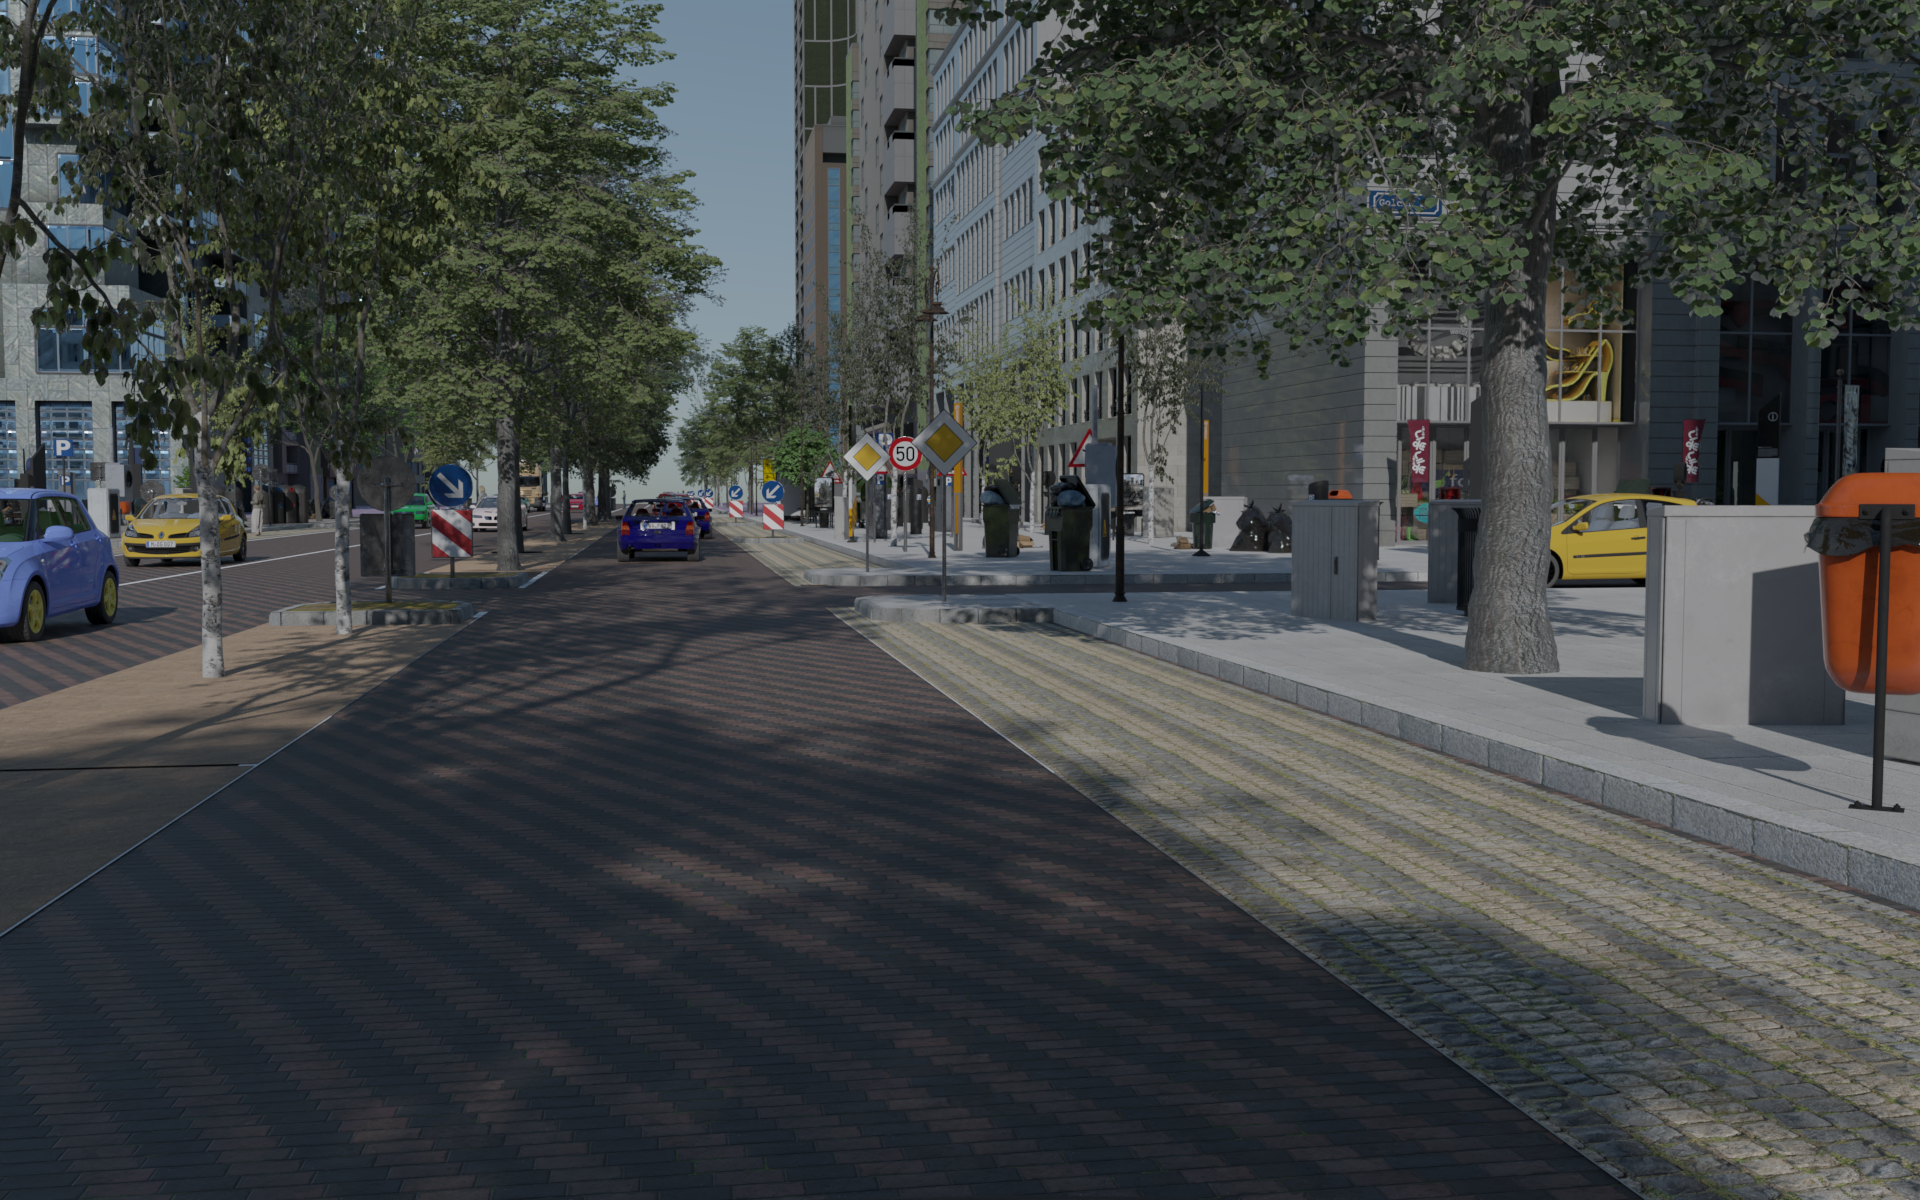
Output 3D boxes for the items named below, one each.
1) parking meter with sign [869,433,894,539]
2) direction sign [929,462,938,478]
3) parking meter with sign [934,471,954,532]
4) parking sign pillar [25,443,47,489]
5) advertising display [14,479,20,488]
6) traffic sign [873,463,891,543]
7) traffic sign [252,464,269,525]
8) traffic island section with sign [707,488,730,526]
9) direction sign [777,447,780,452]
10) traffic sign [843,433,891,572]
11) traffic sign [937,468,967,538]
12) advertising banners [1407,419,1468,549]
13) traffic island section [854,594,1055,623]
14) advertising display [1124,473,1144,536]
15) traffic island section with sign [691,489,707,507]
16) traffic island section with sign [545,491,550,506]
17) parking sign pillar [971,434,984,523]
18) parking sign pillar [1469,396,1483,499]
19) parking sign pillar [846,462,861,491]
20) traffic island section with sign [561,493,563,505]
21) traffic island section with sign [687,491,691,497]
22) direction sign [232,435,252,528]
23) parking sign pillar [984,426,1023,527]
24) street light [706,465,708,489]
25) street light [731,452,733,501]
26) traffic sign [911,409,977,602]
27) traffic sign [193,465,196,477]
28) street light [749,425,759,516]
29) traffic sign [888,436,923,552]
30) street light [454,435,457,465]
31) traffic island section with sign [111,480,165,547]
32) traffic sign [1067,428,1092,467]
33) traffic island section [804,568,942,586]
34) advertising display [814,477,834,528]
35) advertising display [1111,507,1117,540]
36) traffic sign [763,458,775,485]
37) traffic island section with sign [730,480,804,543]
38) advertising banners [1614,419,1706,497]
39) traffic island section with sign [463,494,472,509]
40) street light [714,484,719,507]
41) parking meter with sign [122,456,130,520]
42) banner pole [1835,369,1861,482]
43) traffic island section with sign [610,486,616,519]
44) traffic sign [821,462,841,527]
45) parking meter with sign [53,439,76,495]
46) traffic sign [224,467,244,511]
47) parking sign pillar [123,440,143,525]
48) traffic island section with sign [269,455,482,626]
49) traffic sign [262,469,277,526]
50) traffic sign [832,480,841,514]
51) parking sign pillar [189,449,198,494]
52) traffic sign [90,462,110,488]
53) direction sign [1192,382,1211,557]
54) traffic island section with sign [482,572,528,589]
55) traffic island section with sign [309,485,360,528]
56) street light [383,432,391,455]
[{"bbox_3d":[-2.343,-3.298,50.189,0.543,3.016,1.738,-1,4,-14],"label":"parking meter with sign"},{"bbox_3d":[-1.129,-5.783,86.543,0.876,3.537,0.379,-2,4,-27],"label":"direction sign"},{"bbox_3d":[-0.486,-3.818,58.686,0.543,3.016,1.738,-1,4,-20],"label":"parking meter with sign"},{"bbox_3d":[-48.515,-6.267,90.937,1.447,3.967,1.447,0,4,0],"label":"parking sign pillar"},{"bbox_3d":[-40.257,-4.219,74.196,0.123,1.923,0.974,-1,4,-10],"label":"advertising display"},{"bbox_3d":[-2.256,-2.790,45.626,0.884,2.594,0.081,-1,4,-9],"label":"traffic sign"},{"bbox_3d":[-29.201,-4.421,72.395,0.768,2.556,0.104,0,4,-2],"label":"traffic sign"},{"bbox_3d":[-10.175,-4.218,77.587,1.989,1.847,2.006,-1,4,-10],"label":"traffic island section with sign"},{"bbox_3d":[-8.535,-5.610,83.723,0.876,3.537,0.379,3,5,40],"label":"direction sign"},{"bbox_3d":[-1.525,-1.515,28.406,0.795,2.450,0.064,-1,4,-10],"label":"traffic sign"},{"bbox_3d":[-0.227,-3.107,50.808,0.884,2.594,0.081,0,4,-8],"label":"traffic sign"},{"bbox_3d":[11.394,-2.688,40.143,2.074,3.025,0.090,2,4,25],"label":"advertising banners"},{"bbox_3d":[-0.168,0.102,20.614,2.009,0.180,2.903,-1,4,-10],"label":"traffic island section"},{"bbox_3d":[5.155,-2.925,53.043,0.974,1.923,0.123,0,4,4],"label":"advertising display"},{"bbox_3d":[-18.460,-7.207,126.462,1.989,1.847,2.006,-1,4,-10],"label":"traffic island section with sign"},{"bbox_3d":[-48.932,-11.998,204.795,1.989,1.847,2.006,-1,4,-10],"label":"traffic island section with sign"},{"bbox_3d":[1.205,-5.374,76.335,1.447,3.967,1.447,1,4,17],"label":"parking sign pillar"},{"bbox_3d":[13.170,-3.239,41.424,1.447,3.967,1.447,-1,4,-16],"label":"parking sign pillar"},{"bbox_3d":[-5.762,-6.699,97.993,1.447,3.967,1.447,1,4,16],"label":"parking sign pillar"},{"bbox_3d":[-53.511,-13.645,231.723,1.989,1.847,2.006,-1,4,-10],"label":"traffic island section with sign"},{"bbox_3d":[-23.045,-8.859,153.476,1.989,1.847,2.006,-1,4,-10],"label":"traffic island section with sign"},{"bbox_3d":[-27.500,-4.549,66.377,0.876,3.537,0.379,1,4,16],"label":"direction sign"},{"bbox_3d":[1.794,-4.909,68.729,1.447,3.967,1.447,0,4,2],"label":"parking sign pillar"},{"bbox_3d":[-32.940,-15.483,225.941,0.468,5.910,1.993,-1,4,-10],"label":"street light"},{"bbox_3d":[-18.870,-10.408,142.960,0.468,5.910,1.993,-1,4,-10],"label":"street light"},{"bbox_3d":[-0.190,-1.033,20.533,0.795,2.450,0.064,-1,4,-10],"label":"traffic sign"},{"bbox_3d":[-28.404,-3.974,65.073,0.768,2.556,0.104,-1,4,-9],"label":"traffic sign"},{"bbox_3d":[-13.163,-8.344,109.217,0.468,5.910,1.993,-1,4,-10],"label":"street light"},{"bbox_3d":[-1.209,-2.339,38.353,0.768,2.556,0.104,0,4,-3],"label":"traffic sign"},{"bbox_3d":[-39.179,-9.899,134.637,0.468,5.910,1.993,-1,4,-10],"label":"street light"},{"bbox_3d":[-22.287,-2.384,47.604,1.989,1.847,2.006,-1,4,-10],"label":"traffic island section with sign"},{"bbox_3d":[2.560,-2.101,34.351,0.884,2.594,0.081,0,4,-7],"label":"traffic sign"},{"bbox_3d":[-1.503,-0.380,28.487,2.009,0.180,2.903,-1,4,-10],"label":"traffic island section"},{"bbox_3d":[-5.120,-3.673,65.264,0.974,1.923,0.123,3,5,40],"label":"advertising display"},{"bbox_3d":[3.980,-2.595,47.636,0.123,1.923,0.974,3,5,40],"label":"advertising display"},{"bbox_3d":[-9.932,-6.331,97.379,2.265,3.308,0.079,0,4,-7],"label":"traffic sign"},{"bbox_3d":[-5.661,-2.592,51.011,1.989,1.847,2.006,-1,4,-10],"label":"traffic island section with sign"},{"bbox_3d":[16.362,-2.711,40.513,2.074,3.025,0.090,0,4,1],"label":"advertising banners"},{"bbox_3d":[-35.298,-7.073,124.268,1.989,1.847,2.006,-1,4,-10],"label":"traffic island section with sign"},{"bbox_3d":[-27.098,-13.381,191.563,0.468,5.910,1.993,-1,4,-10],"label":"street light"},{"bbox_3d":[-37.933,-5.022,78.366,1.738,3.016,0.543,2,4,26],"label":"parking meter with sign"},{"bbox_3d":[17.795,-2.741,34.838,0.863,3.779,0.401,-2,4,-29],"label":"banner pole"},{"bbox_3d":[-20.431,-5.689,101.154,2.006,1.907,1.989,-1,4,-10],"label":"traffic island section with sign"},{"bbox_3d":[-4.987,-4.075,66.632,0.884,2.594,0.081,0,4,-1],"label":"traffic sign"},{"bbox_3d":[-28.686,-3.636,55.701,0.543,3.016,1.738,-1,4,-20],"label":"parking meter with sign"},{"bbox_3d":[-28.617,-4.174,68.346,0.768,2.556,0.104,0,4,-7],"label":"traffic sign"},{"bbox_3d":[-34.630,-5.153,72.722,1.447,3.967,1.447,-2,4,-28],"label":"parking sign pillar"},{"bbox_3d":[-6.635,-0.711,19.765,2.006,1.907,1.989,-1,4,-10],"label":"traffic island section with sign"},{"bbox_3d":[-27.864,-4.146,69.913,0.606,2.300,0.079,0,4,-1],"label":"traffic sign"},{"bbox_3d":[-6.241,-5.177,84.654,0.884,2.594,0.081,0,4,-1],"label":"traffic sign"},{"bbox_3d":[-29.989,-4.891,68.435,1.447,3.967,1.447,0,4,-5],"label":"parking sign pillar"},{"bbox_3d":[-27.588,-3.271,55.611,0.606,2.300,0.079,0,4,-7],"label":"traffic sign"},{"bbox_3d":[4.981,-2.669,35.639,0.379,3.537,0.876,0,4,5],"label":"direction sign"},{"bbox_3d":[-7.863,-1.158,27.070,2.006,1.907,1.989,-1,4,-10],"label":"traffic island section with sign"},{"bbox_3d":[-26.882,-4.039,74.670,1.989,1.847,2.006,-1,4,-10],"label":"traffic island section with sign"},{"bbox_3d":[-33.414,-7.833,100.861,0.468,5.910,1.993,-1,4,-10],"label":"street light"}]
